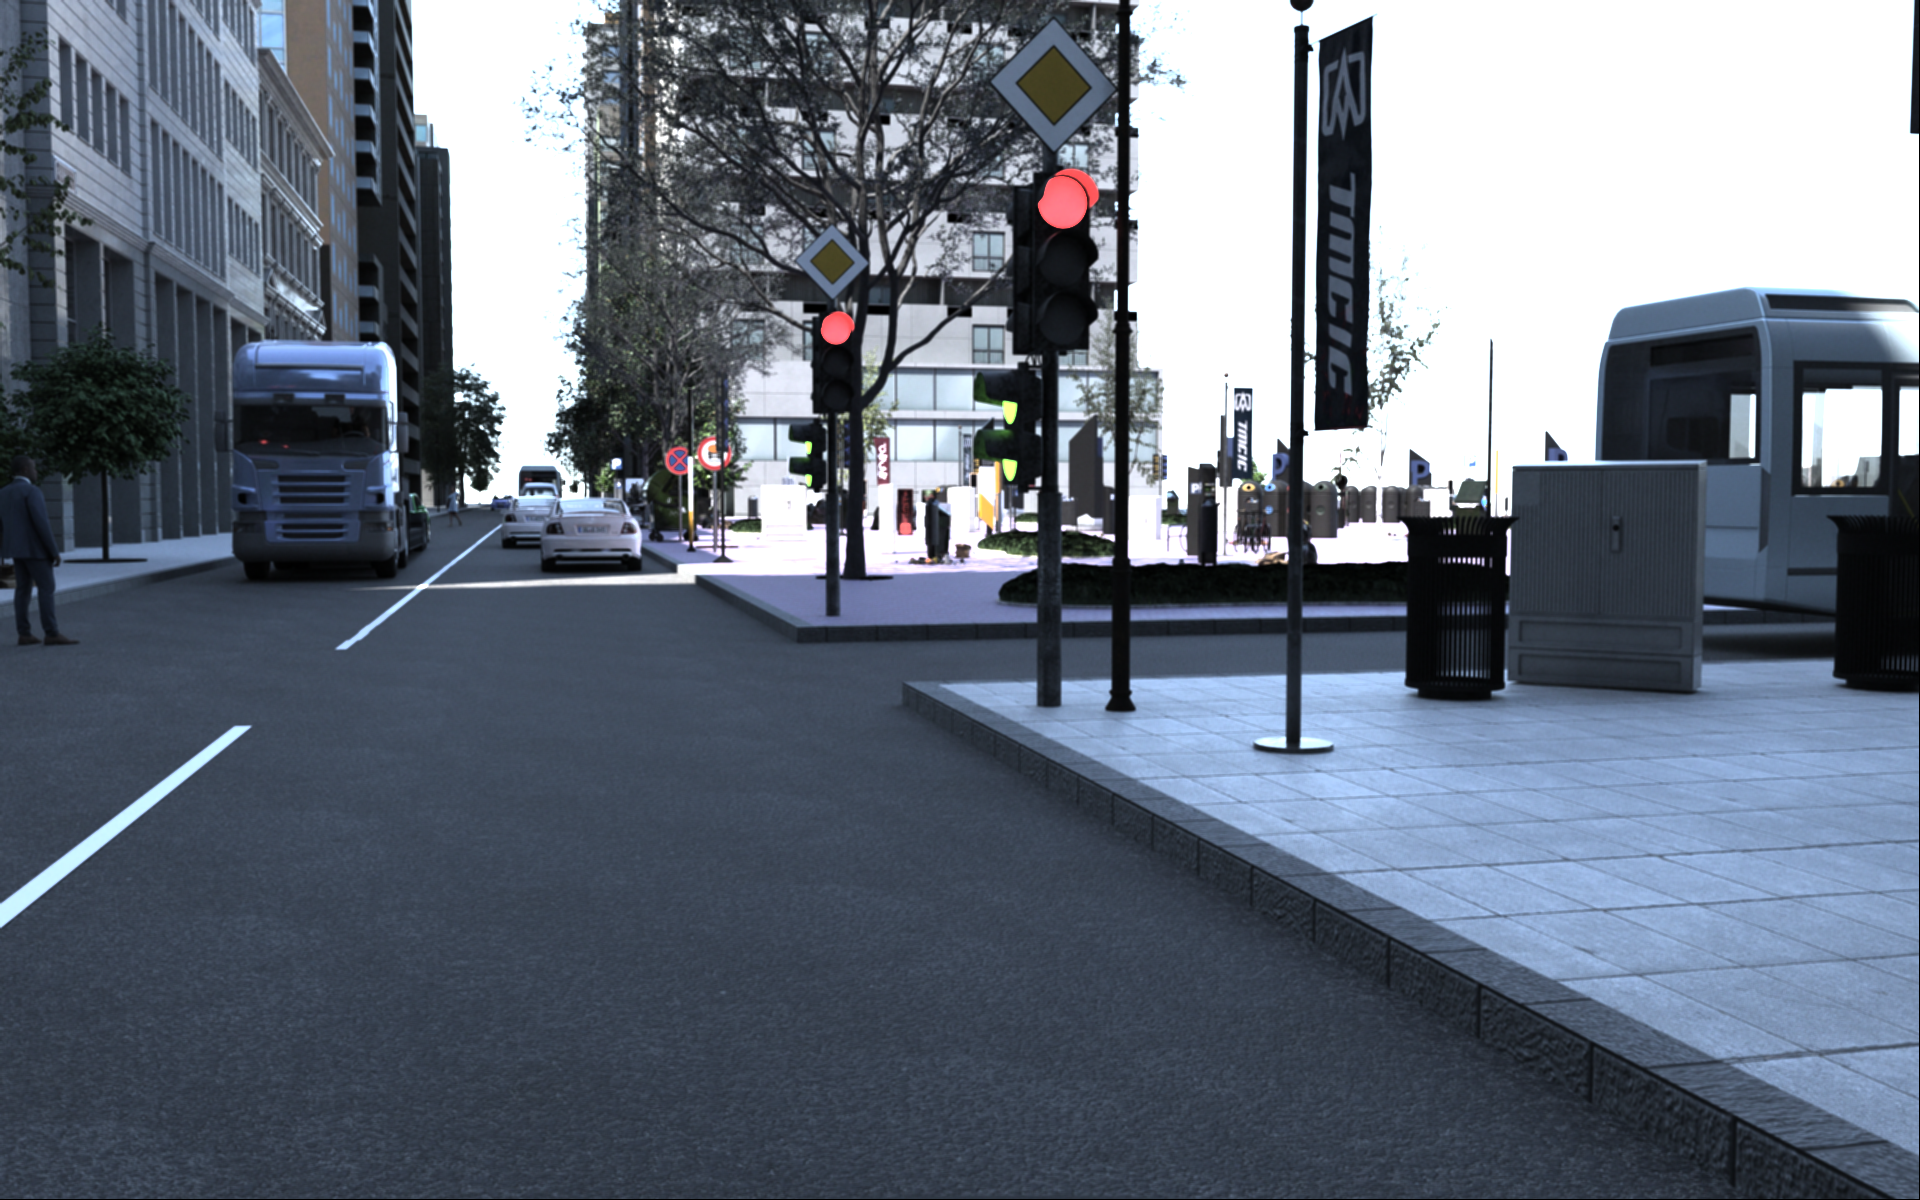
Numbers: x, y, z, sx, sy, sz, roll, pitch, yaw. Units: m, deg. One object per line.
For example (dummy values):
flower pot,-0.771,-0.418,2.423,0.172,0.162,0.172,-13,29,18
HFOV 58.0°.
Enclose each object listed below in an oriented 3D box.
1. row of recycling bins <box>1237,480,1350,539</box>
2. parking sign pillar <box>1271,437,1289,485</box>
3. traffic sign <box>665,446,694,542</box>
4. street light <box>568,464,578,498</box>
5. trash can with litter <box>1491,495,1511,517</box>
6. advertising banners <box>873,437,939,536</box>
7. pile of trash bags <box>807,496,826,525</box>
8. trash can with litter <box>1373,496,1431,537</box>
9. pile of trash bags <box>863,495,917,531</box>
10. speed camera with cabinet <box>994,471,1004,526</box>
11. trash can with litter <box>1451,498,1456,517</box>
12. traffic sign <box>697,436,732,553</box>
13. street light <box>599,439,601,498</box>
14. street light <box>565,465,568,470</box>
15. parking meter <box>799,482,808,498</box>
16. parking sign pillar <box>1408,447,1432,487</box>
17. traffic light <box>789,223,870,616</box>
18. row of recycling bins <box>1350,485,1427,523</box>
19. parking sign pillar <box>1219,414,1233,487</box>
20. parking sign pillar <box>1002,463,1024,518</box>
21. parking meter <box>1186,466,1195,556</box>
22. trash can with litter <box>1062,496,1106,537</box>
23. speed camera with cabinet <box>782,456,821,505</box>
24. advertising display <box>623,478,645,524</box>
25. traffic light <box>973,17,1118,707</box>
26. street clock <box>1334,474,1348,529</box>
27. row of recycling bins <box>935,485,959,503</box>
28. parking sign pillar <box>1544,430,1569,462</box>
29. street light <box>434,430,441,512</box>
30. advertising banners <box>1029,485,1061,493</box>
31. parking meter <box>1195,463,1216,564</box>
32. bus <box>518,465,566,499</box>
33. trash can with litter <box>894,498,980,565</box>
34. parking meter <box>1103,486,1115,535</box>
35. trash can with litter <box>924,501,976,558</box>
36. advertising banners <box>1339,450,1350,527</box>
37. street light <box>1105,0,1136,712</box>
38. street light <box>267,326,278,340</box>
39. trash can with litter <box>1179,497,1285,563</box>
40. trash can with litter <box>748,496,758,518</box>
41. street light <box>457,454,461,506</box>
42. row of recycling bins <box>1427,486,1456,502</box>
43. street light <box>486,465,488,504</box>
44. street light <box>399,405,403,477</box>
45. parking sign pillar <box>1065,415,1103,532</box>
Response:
row of recycling bins,9.676,-2.699,51.244,1.069,1.692,3.534,-3,5,-42
parking sign pillar,15.267,-5.710,81.823,1.447,3.967,1.447,-2,4,-26
traffic sign,-7.428,-2.805,45.975,0.768,2.556,0.104,0,4,-5
street light,-40.751,-12.841,182.744,0.468,5.910,1.993,-1,4,-14
trash can with litter,30.711,-5.286,97.475,1.678,1.210,2.233,0,4,8
advertising banners,-1.660,-3.502,53.440,2.074,3.025,0.090,-1,4,-13
pile of trash bags,-6.234,-3.870,73.032,3.447,1.369,1.912,-2,4,-24
trash can with litter,13.592,-2.516,52.189,2.233,1.210,1.678,3,4,38
pile of trash bags,-2.457,-3.134,60.991,3.447,1.369,1.912,-3,4,-38
speed camera with cabinet,1.364,-4.587,69.330,0.660,3.252,2.038,0,4,7
trash can with litter,20.009,-3.507,68.734,0.624,1.170,1.055,-3,5,-42
traffic sign,-5.370,-2.312,37.903,0.768,2.556,0.104,-1,4,-13
street light,-21.168,-7.887,101.746,0.468,5.910,1.993,-1,4,-14
street light,-48.393,-14.782,214.475,0.468,5.910,1.993,-1,4,-14
parking meter,-7.836,-4.950,86.649,0.399,1.863,0.255,1,4,12
parking sign pillar,26.564,-6.820,99.973,1.447,3.967,1.447,0,4,-8
traffic light,-1.357,-1.787,18.146,0.839,4.253,0.868,-1,4,-14
row of recycling bins,18.627,-4.238,76.400,3.534,1.692,1.069,1,4,18
parking sign pillar,9.099,-4.324,59.163,1.447,3.967,1.447,1,4,12
parking sign pillar,2.869,-6.464,94.161,1.447,3.967,1.447,-3,5,-42
parking meter,4.907,-1.842,35.834,0.399,1.863,0.255,1,4,20
trash can with litter,3.569,-2.465,51.363,2.233,1.210,1.678,1,4,22
speed camera with cabinet,-8.294,-5.905,90.887,2.038,3.252,0.660,0,4,-4
advertising display,-12.752,-3.827,67.788,0.123,1.923,0.974,3,5,42
traffic light,0.521,-1.313,10.384,0.839,4.253,0.868,-1,4,-14
street clock,14.058,-3.628,63.894,0.471,2.002,0.358,3,5,44
row of recycling bins,-0.490,-4.499,80.667,1.069,1.692,3.534,-1,4,-10
parking sign pillar,25.322,-5.202,73.519,1.447,3.967,1.447,-3,4,-38
street light,-37.012,-9.172,122.756,0.468,5.910,1.993,-1,4,-14
advertising banners,3.470,-4.646,72.155,0.090,3.025,2.074,-3,5,-39
parking meter,4.572,-1.611,32.043,0.255,1.863,0.399,0,4,-6
bus,-27.663,-7.319,114.527,2.948,3.499,13.247,-1,4,-12
trash can with litter,-0.375,-1.296,32.248,1.678,1.210,2.233,0,4,6
parking meter,4.685,-2.820,54.523,0.372,1.533,0.369,0,3,0
trash can with litter,-0.204,-1.440,34.929,1.055,1.170,0.624,1,4,10
advertising banners,15.162,-4.416,68.385,0.090,3.025,2.074,0,4,2
street light,0.954,-2.283,10.115,0.468,5.910,1.993,-1,4,-14
street light,-18.892,-4.586,47.774,0.468,5.910,1.993,-1,4,-14
trash can with litter,4.023,-1.014,27.638,1.678,1.210,2.233,-1,4,-13
trash can with litter,-7.995,-3.583,69.646,1.678,1.210,2.233,2,4,32
street light,-44.711,-11.112,154.473,0.468,5.910,1.993,-1,4,-14
row of recycling bins,24.306,-4.979,88.523,1.069,1.692,3.534,3,5,43
street light,-64.333,-16.061,235.378,0.468,5.910,1.993,-1,4,-14
street light,-29.168,-7.196,90.436,0.468,5.910,1.993,-1,4,-14
parking sign pillar,4.319,-4.339,59.412,1.447,3.967,1.447,-3,4,-38
